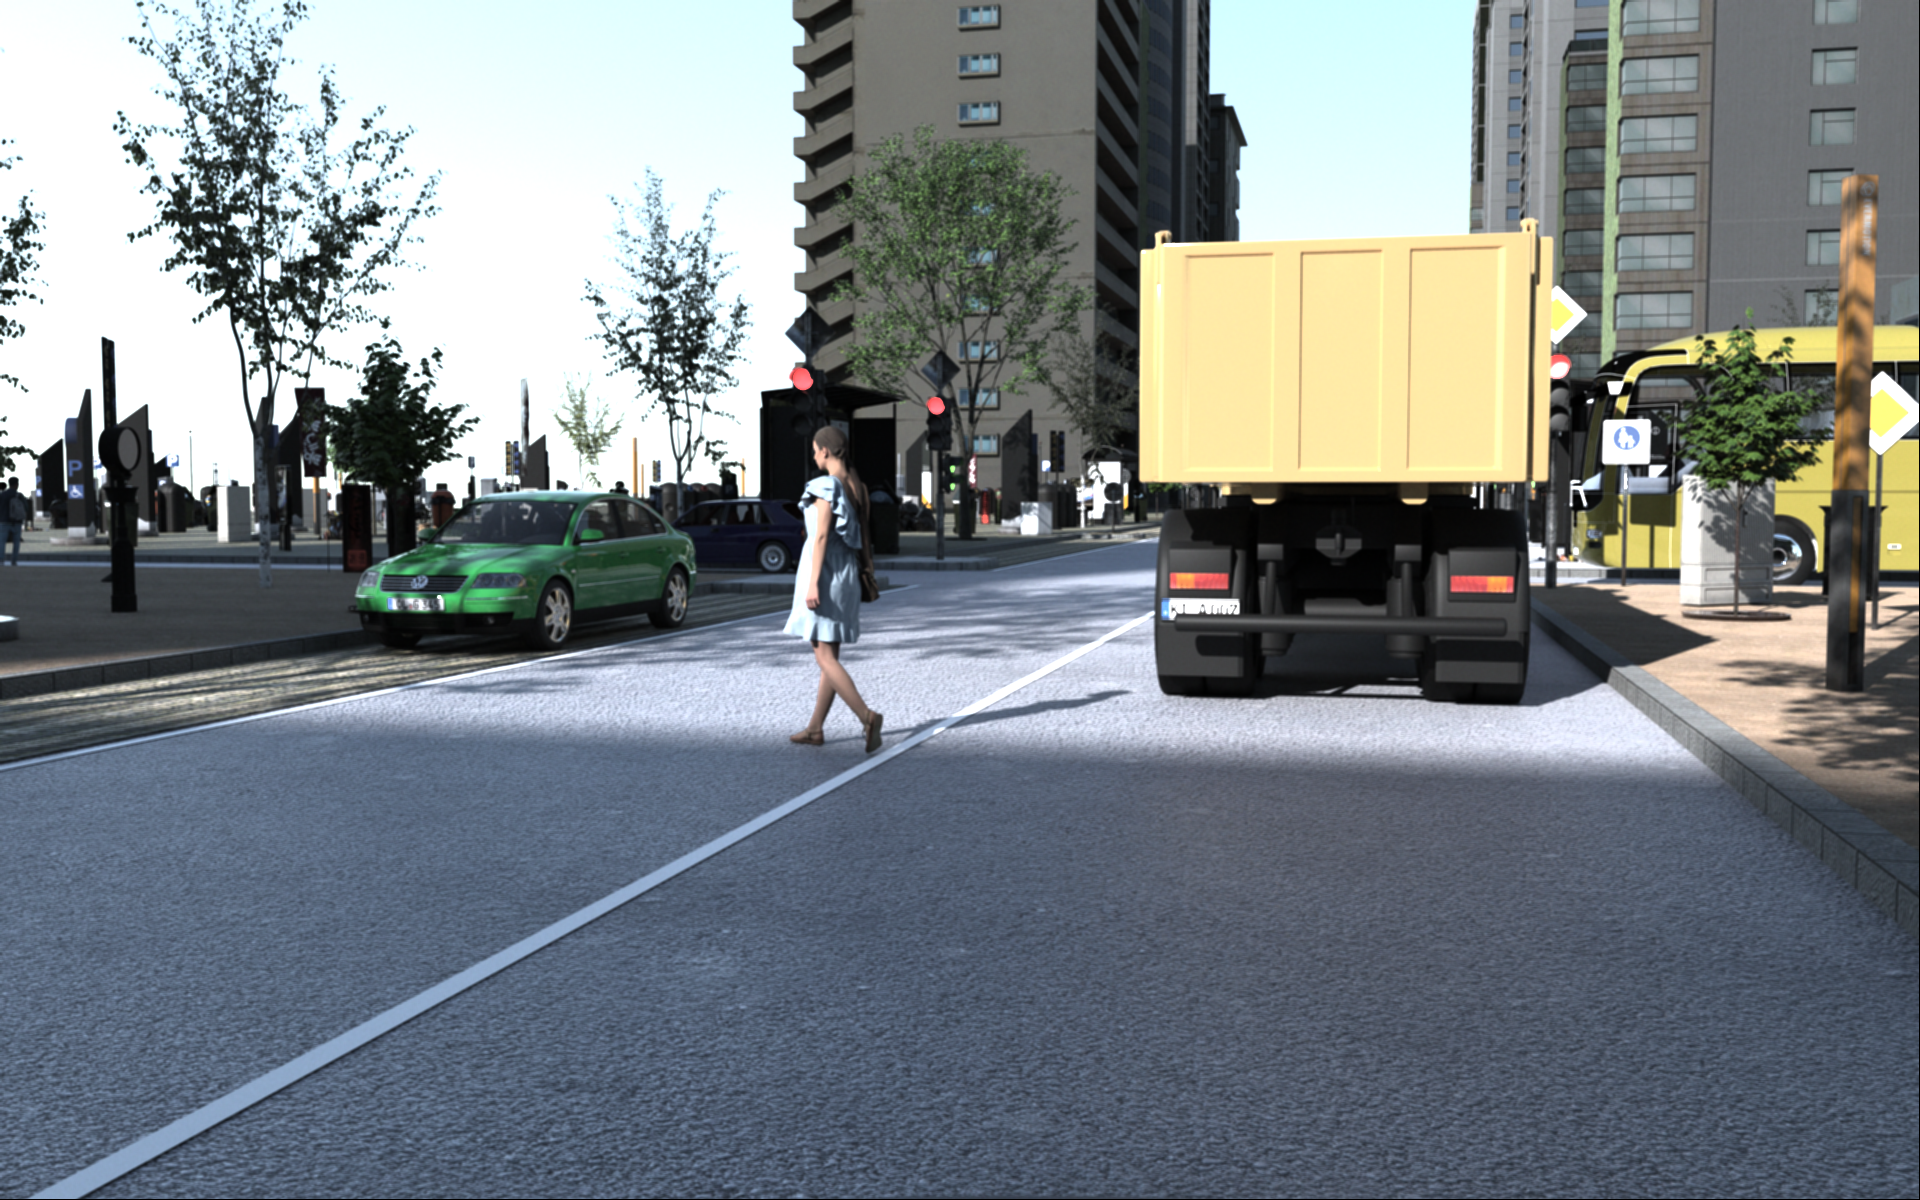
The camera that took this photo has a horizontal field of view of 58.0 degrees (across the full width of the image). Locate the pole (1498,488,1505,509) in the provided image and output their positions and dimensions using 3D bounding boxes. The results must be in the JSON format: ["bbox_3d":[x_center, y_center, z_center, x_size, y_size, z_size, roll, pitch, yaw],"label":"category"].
[{"bbox_3d":[13.988,-3.110,44.690,0.158,3.312,0.155,0,3,0],"label":"pole"}]

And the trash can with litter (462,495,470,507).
[{"bbox_3d":[-24.732,-4.722,88.266,2.233,1.210,1.678,0,4,-6],"label":"trash can with litter"}]

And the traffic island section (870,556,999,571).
[{"bbox_3d":[-0.408,-0.707,33.836,2.009,0.180,2.903,1,4,14],"label":"traffic island section"}]

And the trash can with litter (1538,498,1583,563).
[{"bbox_3d":[11.984,-1.358,33.258,1.678,1.210,2.233,3,4,39],"label":"trash can with litter"}]

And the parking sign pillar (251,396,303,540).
[{"bbox_3d":[-19.431,-3.671,48.494,1.447,3.967,1.447,-2,4,-33],"label":"parking sign pillar"}]

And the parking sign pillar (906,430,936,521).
[{"bbox_3d":[-1.731,-5.209,73.636,1.447,3.967,1.447,-3,5,-41],"label":"parking sign pillar"}]

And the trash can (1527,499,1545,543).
[{"bbox_3d":[15.229,-2.064,45.399,0.748,1.137,0.748,0,3,0],"label":"trash can"}]

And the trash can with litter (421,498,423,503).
[{"bbox_3d":[-35.493,-6.255,113.321,2.233,1.210,1.678,-3,4,-38],"label":"trash can with litter"}]

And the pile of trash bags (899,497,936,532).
[{"bbox_3d":[-2.615,-2.995,58.725,3.447,1.369,1.912,-1,4,-21],"label":"pile of trash bags"}]

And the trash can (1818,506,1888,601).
[{"bbox_3d":[10.738,-0.563,20.858,0.748,1.137,0.748,0,3,0],"label":"trash can"}]

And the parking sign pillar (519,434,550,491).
[{"bbox_3d":[-19.088,-5.460,77.735,1.447,3.967,1.447,1,4,16],"label":"parking sign pillar"}]

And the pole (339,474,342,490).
[{"bbox_3d":[-43.526,-7.822,121.737,0.158,3.312,0.155,0,3,0],"label":"pole"}]

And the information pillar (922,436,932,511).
[{"bbox_3d":[-1.245,-4.559,65.894,0.183,3.616,0.504,-3,5,-41],"label":"information pillar"}]

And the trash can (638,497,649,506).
[{"bbox_3d":[-13.169,-3.699,72.140,0.748,1.137,0.748,0,3,0],"label":"trash can"}]

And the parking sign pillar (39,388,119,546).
[{"bbox_3d":[-22.138,-3.370,43.572,1.447,3.967,1.447,-1,4,-17],"label":"parking sign pillar"}]

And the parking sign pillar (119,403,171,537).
[{"bbox_3d":[-24.801,-3.872,51.785,1.447,3.967,1.447,0,4,4],"label":"parking sign pillar"}]

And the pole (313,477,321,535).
[{"bbox_3d":[-20.283,-3.714,54.567,0.158,3.312,0.155,0,3,0],"label":"pole"}]

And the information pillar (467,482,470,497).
[{"bbox_3d":[-29.484,-6.114,104.460,0.304,2.012,0.304,2,4,34],"label":"information pillar"}]

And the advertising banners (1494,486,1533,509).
[{"bbox_3d":[22.602,-4.519,70.078,2.074,3.025,0.090,1,4,20],"label":"advertising banners"}]

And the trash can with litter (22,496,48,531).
[{"bbox_3d":[-32.532,-2.994,60.003,1.678,1.210,2.233,0,4,-7],"label":"trash can with litter"}]

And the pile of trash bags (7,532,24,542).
[{"bbox_3d":[-26.661,-2.226,46.155,3.447,1.369,1.912,2,4,31],"label":"pile of trash bags"}]

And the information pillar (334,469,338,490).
[{"bbox_3d":[-37.241,-6.850,103.347,0.183,3.616,0.504,0,4,-5],"label":"information pillar"}]

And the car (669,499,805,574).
[{"bbox_3d":[-4.378,-1.179,31.863,3.894,1.354,1.945,1,4,14],"label":"car"}]

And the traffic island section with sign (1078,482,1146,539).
[{"bbox_3d":[4.957,-2.898,56.018,1.989,1.847,2.006,1,4,14],"label":"traffic island section with sign"}]

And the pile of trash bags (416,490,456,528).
[{"bbox_3d":[-11.300,-2.008,42.583,3.447,1.369,1.912,0,4,-2],"label":"pile of trash bags"}]

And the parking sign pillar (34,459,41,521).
[{"bbox_3d":[-43.295,-5.745,82.402,1.447,3.967,1.447,1,4,21],"label":"parking sign pillar"}]

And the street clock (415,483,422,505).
[{"bbox_3d":[-29.075,-5.391,92.710,0.471,2.002,0.358,1,4,15],"label":"street clock"}]

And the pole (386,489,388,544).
[{"bbox_3d":[-14.758,-3.118,44.825,0.158,3.312,0.155,0,3,0],"label":"pole"}]

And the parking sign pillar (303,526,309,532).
[{"bbox_3d":[-22.856,-4.288,58.585,1.447,3.967,1.447,1,4,14],"label":"parking sign pillar"}]

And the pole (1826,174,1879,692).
[{"bbox_3d":[5.774,-1.062,11.209,0.158,3.312,0.155,0,3,0],"label":"pole"}]

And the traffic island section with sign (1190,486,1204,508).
[{"bbox_3d":[11.271,-4.501,82.226,1.989,1.847,2.006,1,4,14],"label":"traffic island section with sign"}]

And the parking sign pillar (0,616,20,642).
[{"bbox_3d":[-9.010,-1.620,14.963,1.447,3.967,1.447,-2,4,-25],"label":"parking sign pillar"}]

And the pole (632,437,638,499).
[{"bbox_3d":[-11.633,-4.171,62.034,0.158,3.312,0.155,0,3,0],"label":"pole"}]

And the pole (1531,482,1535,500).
[{"bbox_3d":[23.749,-4.764,71.730,0.158,3.312,0.155,0,3,0],"label":"pole"}]

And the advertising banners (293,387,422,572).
[{"bbox_3d":[-9.832,-1.962,28.271,2.074,3.025,0.090,0,4,4],"label":"advertising banners"}]

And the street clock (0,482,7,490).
[{"bbox_3d":[-55.790,-5.894,100.943,0.358,2.002,0.471,2,4,33],"label":"street clock"}]

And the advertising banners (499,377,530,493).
[{"bbox_3d":[-6.902,-1.874,26.833,0.090,3.025,2.074,-2,4,-26],"label":"advertising banners"}]

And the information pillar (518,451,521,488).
[{"bbox_3d":[-23.482,-6.216,92.983,0.504,3.616,0.183,0,4,8],"label":"information pillar"}]

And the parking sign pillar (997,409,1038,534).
[{"bbox_3d":[1.924,-4.118,55.797,1.447,3.967,1.447,-3,5,-41],"label":"parking sign pillar"}]

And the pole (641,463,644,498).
[{"bbox_3d":[-21.091,-7.412,115.036,0.158,3.312,0.155,0,3,0],"label":"pole"}]

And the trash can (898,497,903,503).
[{"bbox_3d":[-2.709,-4.155,79.586,0.748,1.137,0.748,0,3,0],"label":"trash can"}]

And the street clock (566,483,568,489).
[{"bbox_3d":[-24.662,-6.315,107.824,0.358,2.002,0.471,3,4,37],"label":"street clock"}]

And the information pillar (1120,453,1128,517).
[{"bbox_3d":[9.342,-6.576,98.880,0.504,3.616,0.183,1,4,18],"label":"information pillar"}]

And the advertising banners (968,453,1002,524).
[{"bbox_3d":[1.106,-4.752,73.878,2.074,3.025,0.090,3,5,40],"label":"advertising banners"}]

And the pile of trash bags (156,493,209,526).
[{"bbox_3d":[-31.577,-3.682,69.948,1.912,1.369,3.447,0,4,4],"label":"pile of trash bags"}]

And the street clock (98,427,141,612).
[{"bbox_3d":[-9.100,-0.870,18.800,0.358,2.002,0.471,0,4,4],"label":"street clock"}]

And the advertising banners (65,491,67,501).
[{"bbox_3d":[-51.371,-6.305,99.272,2.074,3.025,0.090,-3,5,-43],"label":"advertising banners"}]

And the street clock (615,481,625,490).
[{"bbox_3d":[-18.665,-5.536,95.079,0.471,2.002,0.358,1,4,22],"label":"street clock"}]

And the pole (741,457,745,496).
[{"bbox_3d":[-12.038,-6.260,96.187,0.158,3.312,0.155,0,3,0],"label":"pole"}]

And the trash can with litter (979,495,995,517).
[{"bbox_3d":[2.519,-5.516,101.243,2.233,1.210,1.678,3,5,41],"label":"trash can with litter"}]

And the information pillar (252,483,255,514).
[{"bbox_3d":[-46.338,-6.687,113.829,0.304,2.012,0.304,0,4,-6],"label":"information pillar"}]

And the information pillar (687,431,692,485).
[{"bbox_3d":[-9.982,-4.433,63.836,0.183,3.616,0.504,-1,4,-19],"label":"information pillar"}]

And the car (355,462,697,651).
[{"bbox_3d":[-4.180,-0.520,17.305,1.959,1.807,4.718,1,4,14],"label":"car"}]

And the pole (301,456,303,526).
[{"bbox_3d":[-22.747,-4.021,59.590,0.158,3.312,0.155,0,3,0],"label":"pole"}]

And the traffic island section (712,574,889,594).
[{"bbox_3d":[-2.281,-0.232,26.073,2.009,0.180,2.903,1,4,14],"label":"traffic island section"}]

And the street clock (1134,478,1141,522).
[{"bbox_3d":[8.086,-4.548,78.923,0.358,2.002,0.471,1,4,21],"label":"street clock"}]
